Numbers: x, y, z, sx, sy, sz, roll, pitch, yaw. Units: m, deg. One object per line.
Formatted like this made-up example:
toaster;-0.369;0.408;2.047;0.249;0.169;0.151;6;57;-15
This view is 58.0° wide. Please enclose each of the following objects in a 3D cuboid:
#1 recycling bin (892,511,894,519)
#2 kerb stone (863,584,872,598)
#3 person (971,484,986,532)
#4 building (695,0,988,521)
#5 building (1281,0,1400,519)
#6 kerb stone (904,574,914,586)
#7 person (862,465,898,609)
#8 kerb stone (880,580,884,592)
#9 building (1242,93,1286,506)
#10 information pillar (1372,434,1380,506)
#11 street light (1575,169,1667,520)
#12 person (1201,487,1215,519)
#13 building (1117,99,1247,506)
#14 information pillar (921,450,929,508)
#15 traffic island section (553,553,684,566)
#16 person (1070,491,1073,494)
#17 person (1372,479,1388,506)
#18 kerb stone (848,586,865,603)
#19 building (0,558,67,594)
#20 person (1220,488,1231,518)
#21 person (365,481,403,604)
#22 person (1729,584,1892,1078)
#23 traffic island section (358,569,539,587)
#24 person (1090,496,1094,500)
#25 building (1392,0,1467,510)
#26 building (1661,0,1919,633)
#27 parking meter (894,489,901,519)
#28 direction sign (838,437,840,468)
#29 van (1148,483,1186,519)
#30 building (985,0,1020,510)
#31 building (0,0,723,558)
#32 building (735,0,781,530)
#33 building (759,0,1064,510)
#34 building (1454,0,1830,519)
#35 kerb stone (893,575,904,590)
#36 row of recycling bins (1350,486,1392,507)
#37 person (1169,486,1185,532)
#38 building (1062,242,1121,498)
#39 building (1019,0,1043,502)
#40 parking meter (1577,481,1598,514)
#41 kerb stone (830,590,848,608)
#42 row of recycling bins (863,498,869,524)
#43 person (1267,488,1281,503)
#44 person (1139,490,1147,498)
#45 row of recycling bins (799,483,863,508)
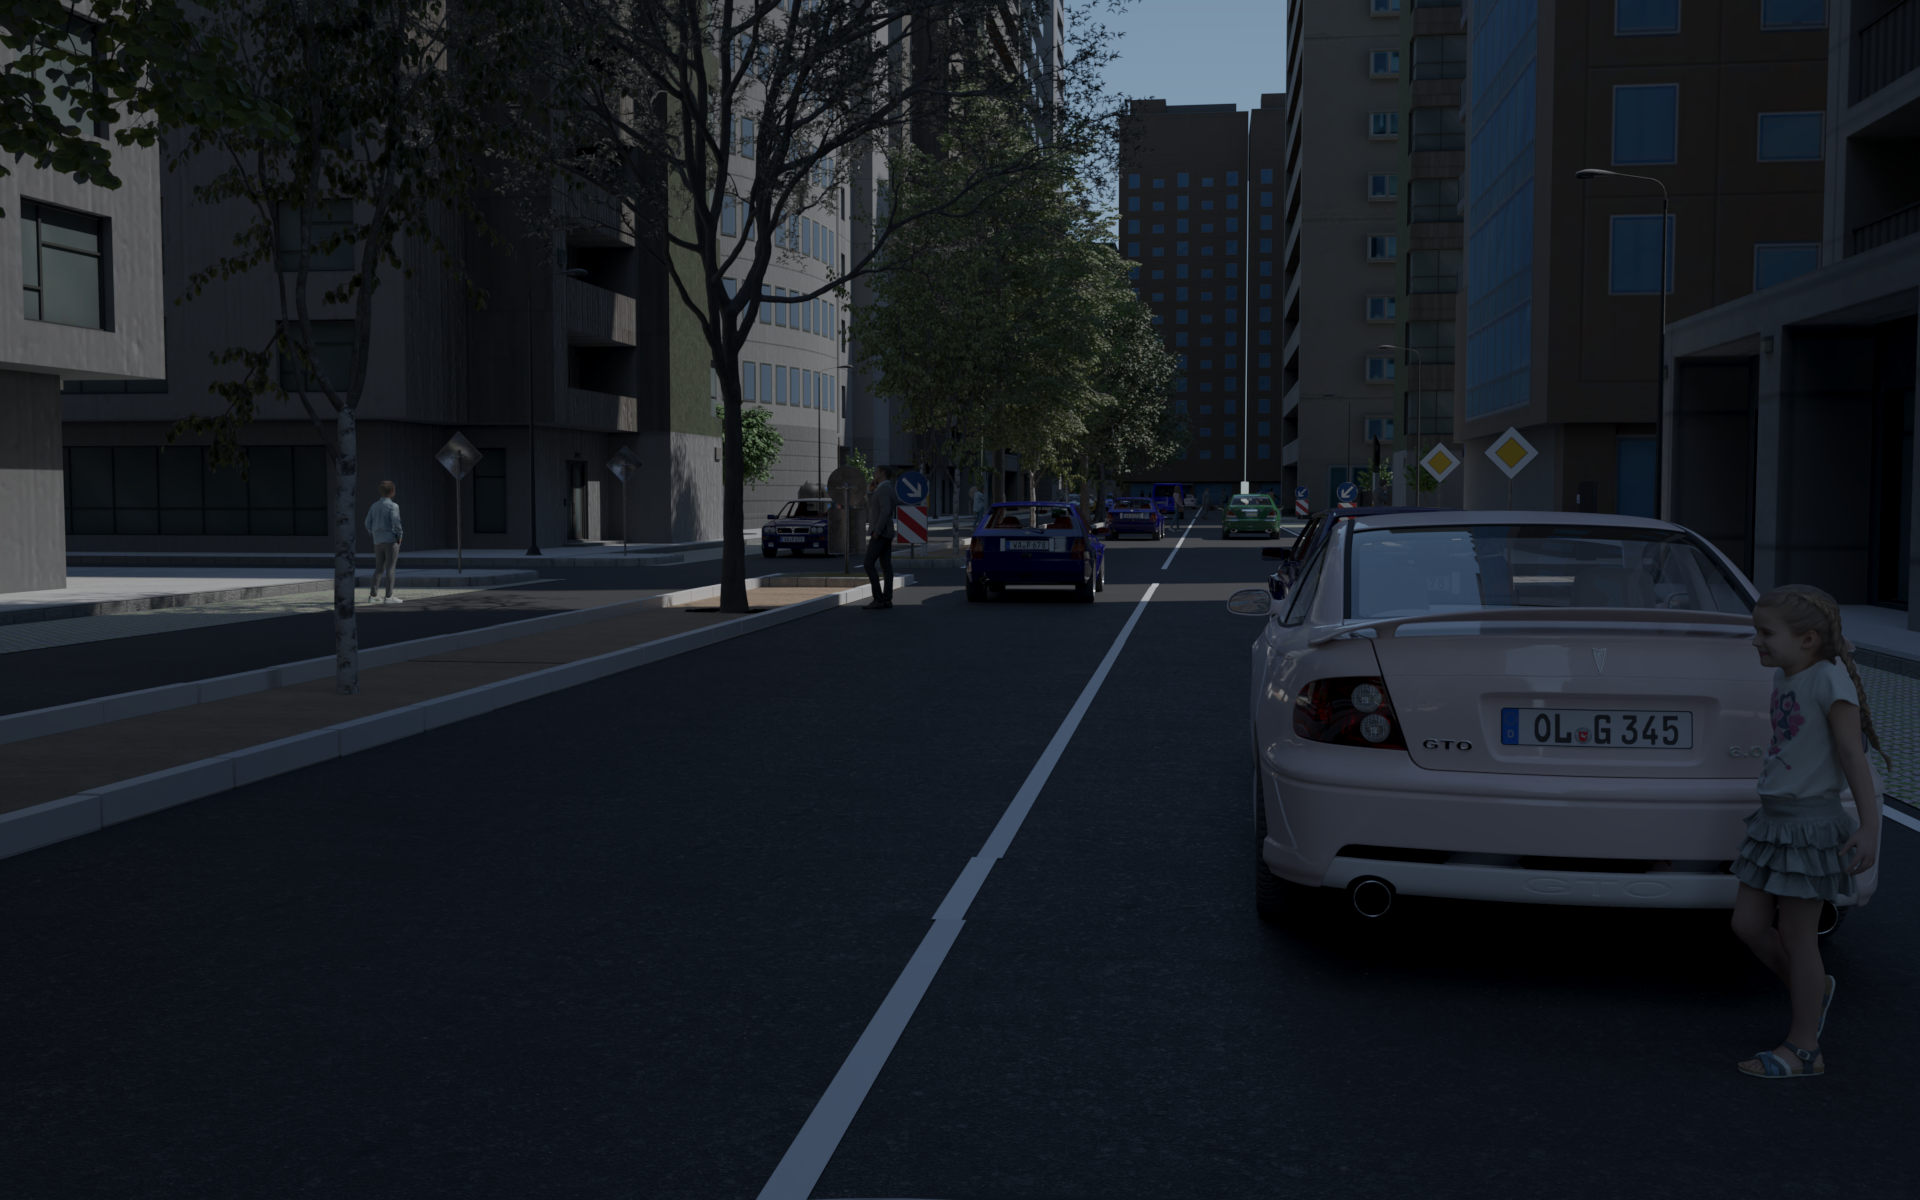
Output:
recycling bin;-3.665;-4.759;90.358;0.722;1.027;0.722;0;4;3
kerb stone;-1.317;-0.120;24.150;0.120;0.150;1.000;1;4;8
person;0.698;-3.448;65.132;0.793;1.790;0.793;2;4;30
building;-6.215;-20.106;100.431;14.160;30.474;14.107;1;4;8
building;29.117;-28.821;94.927;21.300;48.544;21.600;1;4;8
kerb stone;-0.871;-0.303;27.206;0.120;0.150;1.000;1;4;8
person;-1.014;-0.798;21.726;0.473;1.802;0.592;1;4;21
kerb stone;-1.171;-0.179;25.170;0.120;0.150;1.000;1;4;8
building;39.844;-33.404;196.266;14.200;45.320;14.600;1;4;8
information pillar;16.224;-4.658;67.520;0.183;3.616;0.504;3;4;37
street light;9.502;-3.201;24.883;1.470;5.913;1.316;1;4;8
person;13.993;-5.470;98.063;0.853;1.813;0.709;2;4;32
building;25.671;-33.592;199.332;14.200;45.320;14.600;1;4;8
information pillar;-1.865;-6.183;92.451;0.504;3.616;0.183;-3;5;-44
traffic island section;-6.949;-0.830;35.850;2.009;0.180;2.903;1;4;8
person;7.407;-6.472;115.038;1.217;1.743;0.721;1;4;10
person;11.576;-2.406;47.644;0.447;1.846;0.655;-1;4;-10
kerb stone;-1.462;-0.052;23.127;0.120;0.150;1.000;1;4;8
building;-18.483;-15.204;20.292;14.107;30.474;14.160;1;4;8
person;15.843;-5.794;103.582;0.721;1.781;0.623;0;4;-7
person;-7.513;-0.758;22.704;0.589;1.601;0.330;2;4;33
person;2.125;0.568;4.232;0.382;1.210;0.505;0;4;-4
traffic island section;-8.090;-0.347;27.947;2.009;0.180;2.903;1;4;8
person;8.825;-6.838;120.827;1.217;1.766;0.721;-1;4;-21
building;24.070;-18.099;67.619;14.160;30.474;14.107;1;4;8
building;18.891;-35.079;11.799;20.563;71.187;20.611;1;4;8
parking meter;-3.223;-4.930;89.023;0.372;1.533;0.369;0;3;0
direction sign;-4.821;-4.714;69.066;0.379;3.537;0.876;0;4;-2
van;12.116;-5.914;101.071;2.240;2.365;5.245;0;4;6
building;-7.495;-30.525;122.783;21.300;48.544;21.600;1;4;8
building;-14.710;-16.583;42.841;14.160;30.474;14.107;1;4;8
building;-15.884;-32.389;71.559;21.231;58.520;28.212;1;4;8
building;-3.862;-38.756;175.651;28.212;58.520;21.231;1;4;8
building;19.623;-23.778;38.875;14.200;45.320;14.600;1;4;8
kerb stone;-1.029;-0.244;26.192;0.120;0.150;1.000;1;4;8
row of recycling bins;20.424;-4.701;83.973;3.534;1.692;1.069;2;4;35
person;8.190;-3.457;65.610;0.643;1.750;0.593;-1;4;-8
building;11.517;-26.245;200.800;14.107;30.474;14.160;1;4;8
building;-4.759;-32.356;148.622;23.786;49.044;30.456;1;4;8
parking meter;12.130;-1.536;33.522;0.372;1.533;0.369;0;3;0
kerb stone;-1.622;0.005;22.117;0.120;0.150;1.000;1;4;8
row of recycling bins;-3.955;-4.260;76.769;1.069;1.692;3.534;1;4;11
person;20.076;-6.299;111.590;1.348;1.812;0.705;2;4;28
person;16.980;-9.319;160.873;0.705;1.822;1.348;-3;5;-39
row of recycling bins;-5.106;-3.620;66.299;1.069;1.692;3.534;2;4;25
